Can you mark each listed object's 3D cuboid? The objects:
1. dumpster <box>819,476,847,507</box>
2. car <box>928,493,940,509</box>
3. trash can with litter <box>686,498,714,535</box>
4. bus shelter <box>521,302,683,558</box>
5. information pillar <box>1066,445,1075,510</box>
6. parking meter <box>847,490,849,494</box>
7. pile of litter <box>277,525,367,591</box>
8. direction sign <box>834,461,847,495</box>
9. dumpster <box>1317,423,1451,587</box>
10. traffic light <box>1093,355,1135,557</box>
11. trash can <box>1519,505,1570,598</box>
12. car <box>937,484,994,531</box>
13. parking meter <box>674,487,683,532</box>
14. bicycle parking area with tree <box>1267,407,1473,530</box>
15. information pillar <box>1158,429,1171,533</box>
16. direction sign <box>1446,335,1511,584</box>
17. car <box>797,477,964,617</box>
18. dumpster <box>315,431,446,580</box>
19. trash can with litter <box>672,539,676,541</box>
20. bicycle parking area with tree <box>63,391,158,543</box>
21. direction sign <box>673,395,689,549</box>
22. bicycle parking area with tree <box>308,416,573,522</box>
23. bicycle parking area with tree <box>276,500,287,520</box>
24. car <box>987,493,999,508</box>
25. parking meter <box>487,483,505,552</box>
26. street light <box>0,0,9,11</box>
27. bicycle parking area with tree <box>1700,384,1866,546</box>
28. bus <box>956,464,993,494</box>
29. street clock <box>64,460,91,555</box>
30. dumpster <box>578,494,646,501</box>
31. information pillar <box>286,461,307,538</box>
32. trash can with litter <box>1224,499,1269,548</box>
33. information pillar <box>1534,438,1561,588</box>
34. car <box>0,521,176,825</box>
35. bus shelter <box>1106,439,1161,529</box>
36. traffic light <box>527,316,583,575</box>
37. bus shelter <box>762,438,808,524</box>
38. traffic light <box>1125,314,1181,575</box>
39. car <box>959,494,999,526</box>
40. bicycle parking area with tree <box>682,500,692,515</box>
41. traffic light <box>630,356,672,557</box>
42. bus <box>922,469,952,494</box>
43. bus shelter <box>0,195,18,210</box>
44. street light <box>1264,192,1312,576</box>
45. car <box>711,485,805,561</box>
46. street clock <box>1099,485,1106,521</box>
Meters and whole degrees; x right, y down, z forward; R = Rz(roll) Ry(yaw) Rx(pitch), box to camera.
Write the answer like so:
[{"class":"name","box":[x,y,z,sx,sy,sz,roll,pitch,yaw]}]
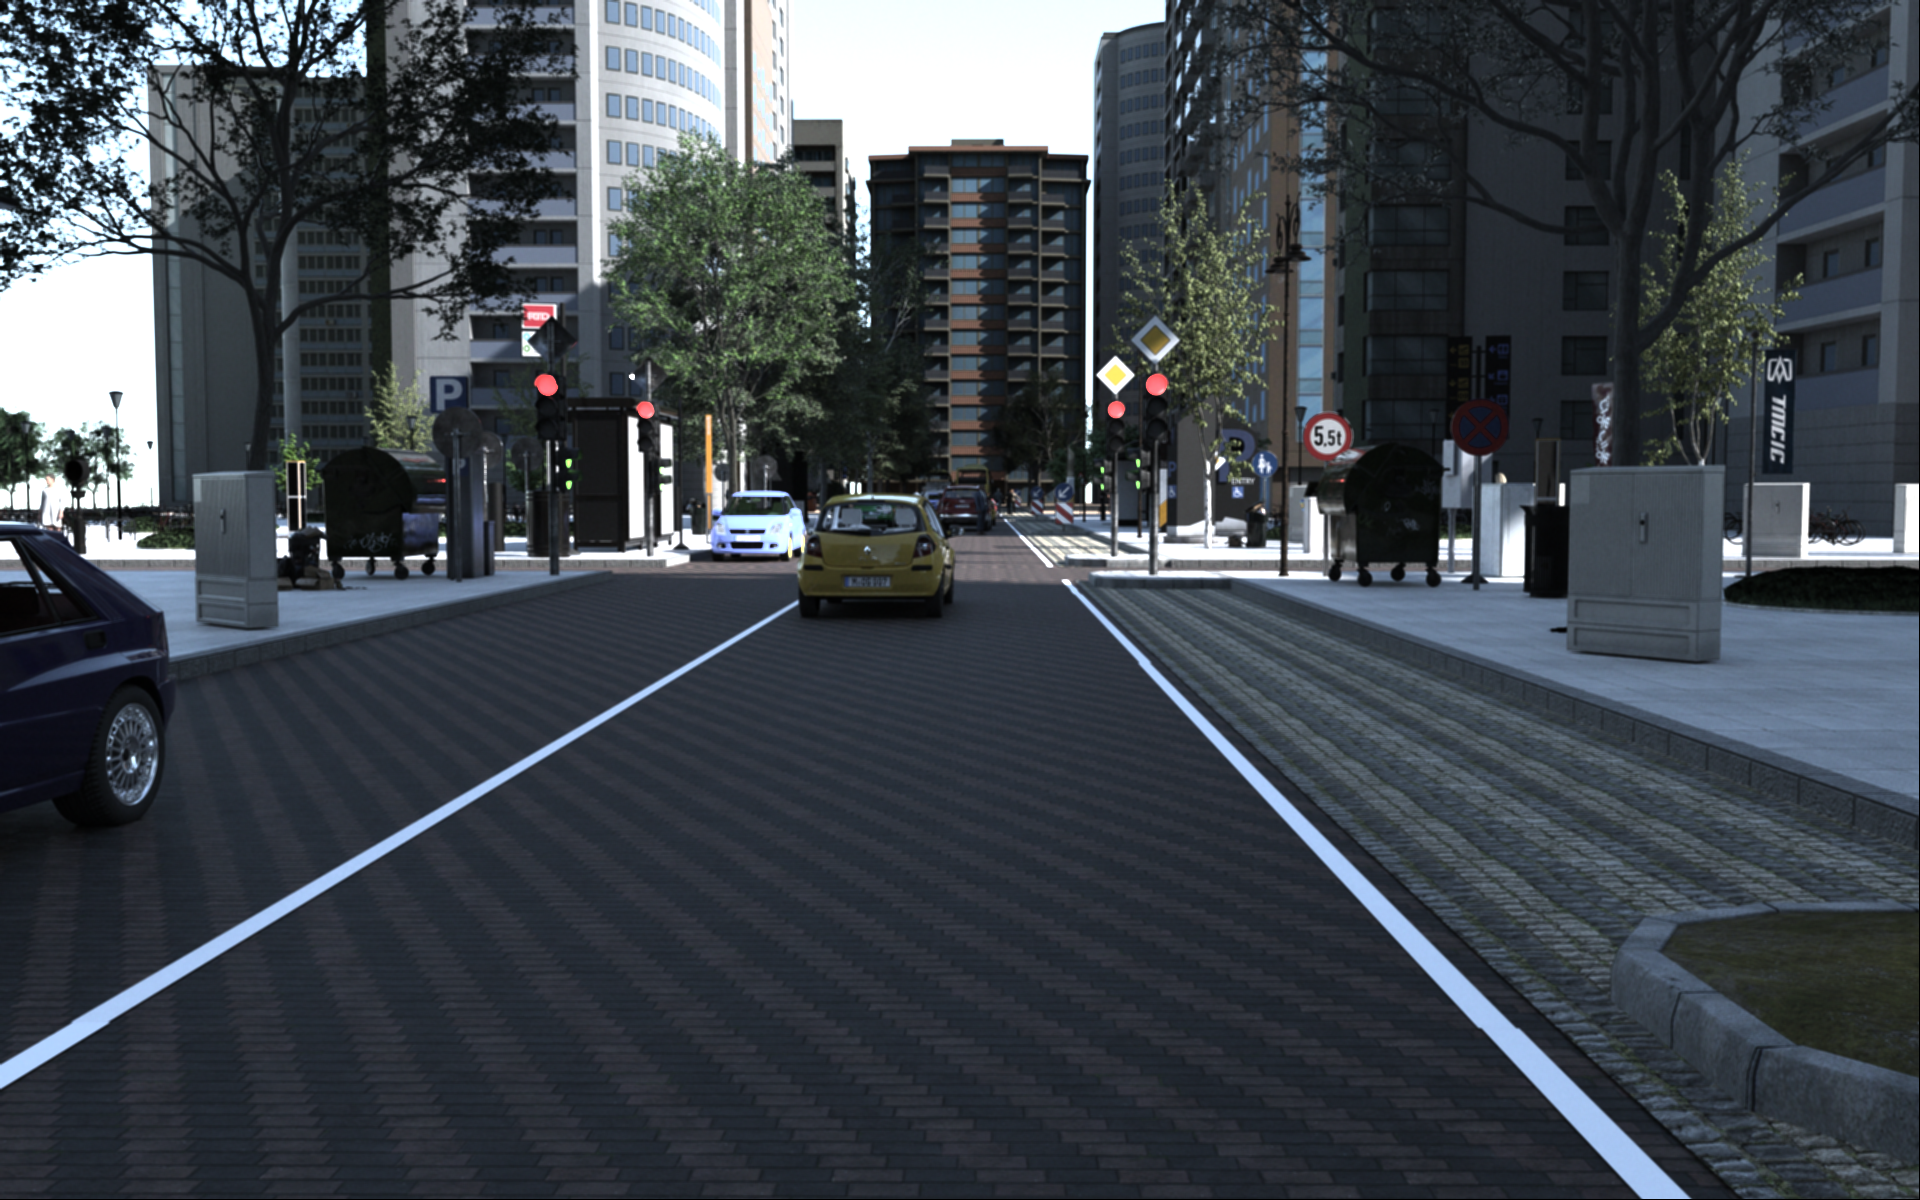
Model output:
[{"class":"dumpster","box":[-6.903,-5.552,93.265,1.502,2.255,1.985,0,4,1]},{"class":"car","box":[-2.369,-8.347,146.068,1.945,1.707,3.694,0,4,3]},{"class":"trash can with litter","box":[-8.032,-2.637,54.498,1.055,1.170,0.624,-3,4,-38]},{"class":"bus shelter","box":[-8.073,-3.755,39.025,2.179,5.291,8.768,0,4,1]},{"class":"information pillar","box":[5.319,-5.638,83.535,0.504,3.616,0.183,-3,5,-42]},{"class":"parking meter","box":[-7.294,-6.277,111.039,0.372,1.533,0.369,0,3,0]},{"class":"pile of litter","box":[-8.902,-0.573,23.326,1.719,0.858,1.176,1,4,20]},{"class":"direction sign","box":[-6.281,-6.059,91.062,0.876,3.537,0.379,2,4,35]},{"class":"dumpster","box":[6.010,-1.355,24.644,1.502,2.255,1.985,0,4,1]},{"class":"traffic light","box":[3.135,-2.834,35.261,0.839,4.253,0.868,0,4,1]},{"class":"trash can","box":[7.334,-0.604,21.531,0.748,1.137,0.748,0,3,0]},{"class":"car","box":[0.207,-3.673,68.720,2.281,1.827,5.304,0,4,3]},{"class":"parking meter","box":[-9.682,-3.107,59.218,0.372,1.533,0.369,0,3,0]},{"class":"bicycle parking area with tree","box":[13.631,-4.323,57.687,8.231,4.147,9.016,0,4,-7]},{"class":"information pillar","box":[6.769,-4.000,56.752,0.504,3.616,0.183,1,4,15]},{"class":"direction sign","box":[7.433,-2.013,24.910,0.876,3.537,0.379,1,4,14]},{"class":"car","box":[-0.973,-0.697,21.616,2.015,1.641,3.980,0,4,2]},{"class":"dumpster","box":[-8.843,-1.474,26.601,1.502,2.255,1.985,0,4,1]},{"class":"trash can with litter","box":[-8.602,-2.269,48.162,1.678,1.210,2.233,-1,4,-11]},{"class":"bicycle parking area with tree","box":[-26.006,-3.741,48.176,8.231,4.147,9.016,1,4,9]},{"class":"direction sign","box":[-6.486,-2.948,40.192,0.379,3.537,0.876,-1,4,-12]},{"class":"bicycle parking area with tree","box":[-17.671,-4.651,63.053,8.231,4.147,9.016,2,4,25]},{"class":"bicycle parking area with tree","box":[-32.413,-6.081,86.421,8.231,4.147,9.016,0,4,6]},{"class":"car","box":[1.101,-5.371,96.849,2.155,1.783,4.494,0,4,-1]},{"class":"parking meter","box":[-10.286,-1.831,38.348,0.372,1.533,0.369,0,3,0]},{"class":"street light","box":[-7.110,-2.389,11.848,0.468,5.910,1.993,0,4,1]},{"class":"bicycle parking area with tree","box":[20.442,-3.708,47.626,9.016,4.147,8.231,3,4,39]},{"class":"bus","box":[1.186,-9.204,142.035,2.896,3.916,12.252,0,4,2]},{"class":"street clock","box":[-18.668,-1.964,36.679,0.471,2.002,0.358,1,4,15]},{"class":"dumpster","box":[-9.022,-2.575,44.596,1.502,2.255,1.985,0,4,1]},{"class":"information pillar","box":[-14.767,-2.084,38.559,0.304,2.012,0.304,0,4,7]},{"class":"trash can with litter","box":[6.885,-1.850,41.637,1.055,1.170,0.624,2,4,25]},{"class":"information pillar","box":[7.793,-1.132,23.000,0.304,2.012,0.304,1,4,22]},{"class":"car","box":[-4.488,0.386,6.265,1.945,1.354,3.894,0,4,2]},{"class":"bus shelter","box":[6.792,-4.446,66.617,2.014,3.302,5.546,0,4,1]},{"class":"traffic light","box":[-6.419,-2.352,27.371,0.839,4.253,0.868,0,4,1]},{"class":"bus shelter","box":[-7.150,-4.949,72.207,1.731,3.624,6.357,0,4,1]},{"class":"traffic light","box":[3.041,-2.346,27.277,0.839,4.253,0.868,0,4,1]},{"class":"car","box":[0.807,-4.280,80.207,2.015,1.641,3.980,0,4,1]},{"class":"bicycle parking area with tree","box":[-19.469,-7.343,107.068,9.016,4.147,8.231,1,4,12]},{"class":"traffic light","box":[-6.326,-2.840,35.355,0.839,4.253,0.868,0,4,1]},{"class":"bus","box":[-2.170,-11.239,175.299,2.896,3.916,12.252,0,4,1]},{"class":"bus shelter","box":[-8.427,-1.201,10.912,1.731,3.624,6.357,0,4,1]},{"class":"street light","box":[5.061,-3.309,26.889,0.468,5.910,1.993,0,4,1]},{"class":"car","box":[-4.419,-1.742,38.077,1.945,1.707,3.694,0,4,1]},{"class":"street clock","box":[6.915,-4.833,83.595,0.358,2.002,0.471,2,4,34]}]
